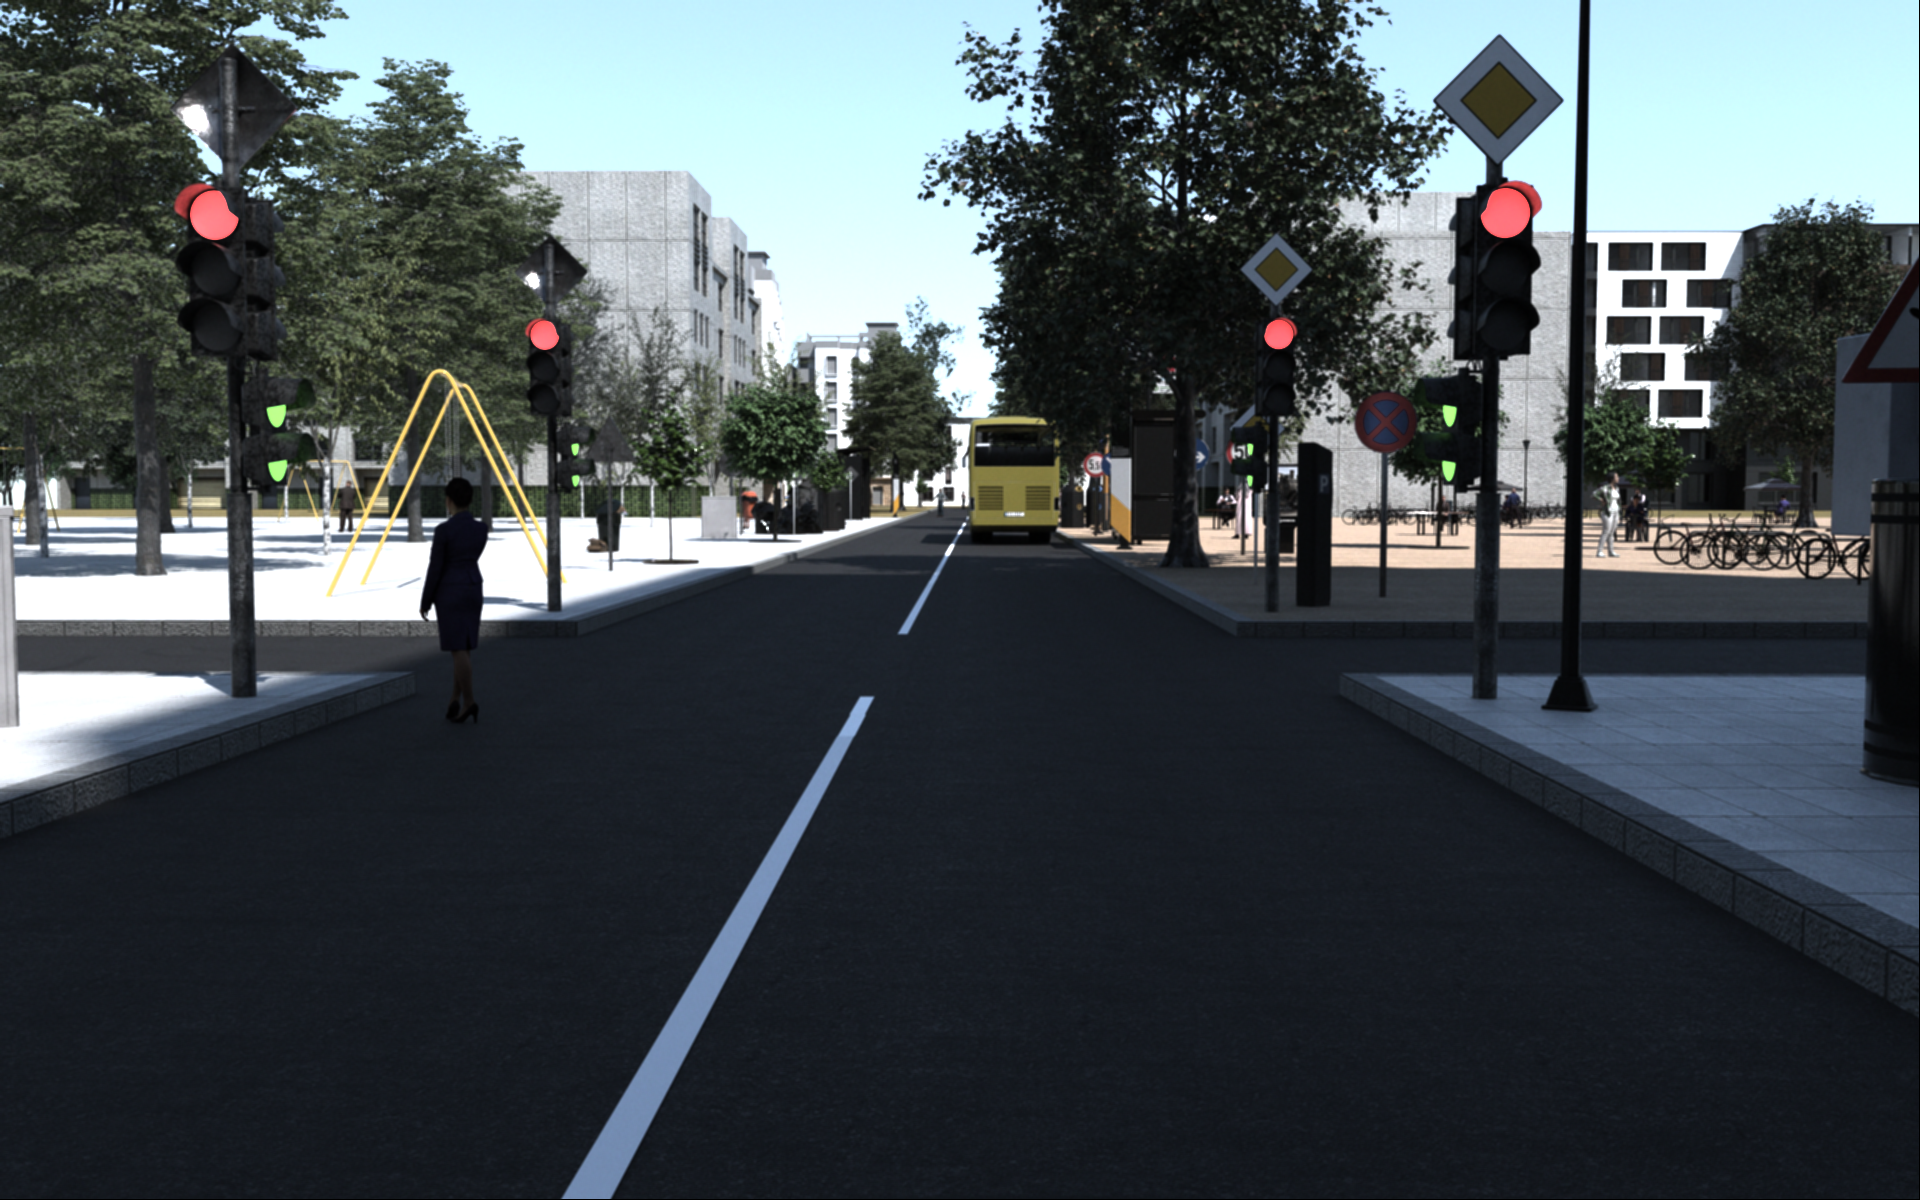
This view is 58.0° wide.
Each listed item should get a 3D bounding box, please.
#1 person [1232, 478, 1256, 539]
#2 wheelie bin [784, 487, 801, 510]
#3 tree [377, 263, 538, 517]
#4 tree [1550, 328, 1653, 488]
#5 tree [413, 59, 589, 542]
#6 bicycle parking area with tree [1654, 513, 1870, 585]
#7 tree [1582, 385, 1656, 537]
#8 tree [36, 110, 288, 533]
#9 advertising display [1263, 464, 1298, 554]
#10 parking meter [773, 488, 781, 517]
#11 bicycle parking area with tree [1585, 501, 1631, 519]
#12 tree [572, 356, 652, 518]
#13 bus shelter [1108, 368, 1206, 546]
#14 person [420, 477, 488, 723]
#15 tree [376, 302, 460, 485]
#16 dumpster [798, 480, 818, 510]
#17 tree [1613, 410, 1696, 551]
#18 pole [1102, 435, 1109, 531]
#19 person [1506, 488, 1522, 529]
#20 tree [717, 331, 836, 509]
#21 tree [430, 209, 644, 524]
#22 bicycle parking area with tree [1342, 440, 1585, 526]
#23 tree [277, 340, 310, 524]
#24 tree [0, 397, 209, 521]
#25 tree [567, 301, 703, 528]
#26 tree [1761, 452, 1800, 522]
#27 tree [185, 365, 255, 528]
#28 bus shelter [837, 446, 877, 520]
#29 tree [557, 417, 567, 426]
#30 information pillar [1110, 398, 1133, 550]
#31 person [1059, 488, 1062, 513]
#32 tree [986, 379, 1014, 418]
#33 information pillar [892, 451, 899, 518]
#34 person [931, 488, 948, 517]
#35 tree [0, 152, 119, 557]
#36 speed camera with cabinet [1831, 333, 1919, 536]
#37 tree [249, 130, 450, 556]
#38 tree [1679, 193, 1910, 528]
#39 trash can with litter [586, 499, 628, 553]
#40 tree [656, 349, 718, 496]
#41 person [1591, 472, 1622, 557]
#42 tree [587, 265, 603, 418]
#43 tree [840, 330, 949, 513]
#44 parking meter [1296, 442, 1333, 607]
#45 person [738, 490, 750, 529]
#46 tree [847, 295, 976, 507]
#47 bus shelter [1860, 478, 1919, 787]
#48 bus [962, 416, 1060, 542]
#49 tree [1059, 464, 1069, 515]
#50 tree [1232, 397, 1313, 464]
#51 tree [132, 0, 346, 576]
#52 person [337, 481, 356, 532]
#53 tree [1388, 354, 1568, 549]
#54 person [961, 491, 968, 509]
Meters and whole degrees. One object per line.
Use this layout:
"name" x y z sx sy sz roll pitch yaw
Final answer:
"person" 8.145 -2.630 49.715 0.551 1.740 0.621 -3 4 -37
"wheelie bin" -7.185 -4.158 75.895 0.980 1.594 0.693 -2 4 -26
"tree" -25.902 -11.139 88.773 9.857 13.997 8.962 0 3 0
"tree" 28.176 -7.688 76.061 4.360 8.622 3.978 0 3 0
"tree" -14.320 -7.773 45.212 7.486 12.596 7.792 0 3 0
"bicycle parking area with tree" 16.130 -2.480 27.547 9.016 4.147 8.231 1 4 17
"tree" 19.641 -4.210 52.549 4.285 4.588 4.351 0 3 0
"tree" -26.137 -9.155 56.342 9.857 13.997 8.962 0 3 0
"advertising display" 7.020 -1.962 37.294 0.974 1.923 0.123 1 4 12
"parking meter" -7.838 -4.024 74.204 0.372 1.533 0.369 0 3 0
"bicycle parking area with tree" 30.516 -6.294 89.908 9.016 4.147 8.231 0 4 3
"tree" -18.113 -8.634 91.522 4.737 8.622 4.395 0 3 0
"bus shelter" 5.114 -4.256 47.224 2.179 5.291 8.768 0 4 1
"person" -3.251 -0.004 10.940 0.546 1.535 0.453 1 4 19
"tree" -20.397 -7.013 65.020 4.360 8.622 3.978 0 3 0
"dumpster" -5.817 -3.994 71.053 1.264 1.857 1.865 0 4 1
"tree" 16.122 -2.770 39.883 1.663 3.219 1.824 0 3 0
"pole" 4.989 -4.010 59.400 0.158 3.312 0.155 0 3 0
"person" 20.644 -3.403 64.371 0.574 1.496 0.600 2 4 29
"tree" -7.960 -7.870 79.030 4.737 8.622 4.395 0 3 0
"tree" -19.228 -10.094 75.400 12.009 13.543 11.850 0 3 0
"bicycle parking area with tree" 20.406 -5.288 73.463 9.016 4.147 8.231 3 4 39
"tree" -29.416 -7.623 74.997 4.360 8.622 3.978 0 3 0
"tree" -45.253 -7.199 80.609 11.467 7.101 20.602 1 4 14
"tree" -11.935 -7.051 65.642 4.360 8.622 3.978 0 3 0
"tree" 37.816 -5.172 79.171 1.663 3.219 1.824 0 3 0
"tree" -29.578 -7.103 66.498 4.360 8.622 3.978 0 3 0
"bus shelter" -5.205 -5.864 87.155 1.731 3.624 6.357 0 4 1
"tree" -18.394 -8.247 85.202 4.360 8.622 3.978 0 3 0
"information pillar" 3.729 -2.974 39.983 0.504 3.616 0.183 2 4 24
"person" 6.888 -6.748 117.042 0.551 1.740 0.621 1 4 15
"tree" 6.141 -15.256 167.565 7.486 12.596 7.792 0 3 0
"information pillar" -3.492 -6.305 94.436 0.183 3.616 0.504 2 4 32
"person" -1.257 -6.212 110.151 1.350 1.814 0.705 3 4 37
"tree" -18.520 -5.151 34.586 4.360 8.622 3.978 0 3 0
"speed camera with cabinet" 5.897 -0.924 9.449 2.038 3.252 0.660 0 4 -3
"tree" -13.092 -5.244 36.109 4.737 8.622 4.395 0 3 0
"tree" 32.545 -9.122 66.158 9.611 12.733 9.660 0 3 0
"trash can with litter" -7.835 -1.650 38.373 0.624 1.170 1.055 1 4 13
"tree" -12.582 -8.433 88.238 4.737 8.622 4.395 0 3 0
"person" 13.219 -1.744 35.281 0.841 1.734 0.376 -2 4 -29
"tree" -15.795 -8.525 57.510 7.486 12.596 7.792 0 3 0
"tree" -4.654 -12.365 120.300 7.486 12.596 7.792 0 3 0
"parking meter" 4.059 -0.863 19.822 0.255 1.863 0.399 3 5 45
"person" -7.892 -3.319 63.540 0.421 1.427 0.697 1 4 22
"tree" -4.700 -19.074 167.741 12.611 20.169 13.585 0 3 0
"bus shelter" 4.250 -1.595 3.711 2.179 5.291 8.768 0 4 1
"bus" 1.515 -3.832 54.193 2.896 3.916 12.252 0 3 0
"tree" 5.665 -7.512 106.534 4.285 4.588 4.351 0 3 0
"tree" 15.597 -8.357 87.000 4.737 8.622 4.395 0 3 0
"tree" -13.206 -6.651 26.864 7.486 12.596 7.792 0 3 0
"person" -20.727 -3.165 58.480 0.600 1.739 0.565 2 4 31
"tree" 11.259 -3.498 40.899 4.285 4.588 4.351 0 3 0
"person" 0.406 -9.618 166.465 0.721 1.736 1.217 -2 4 -35
